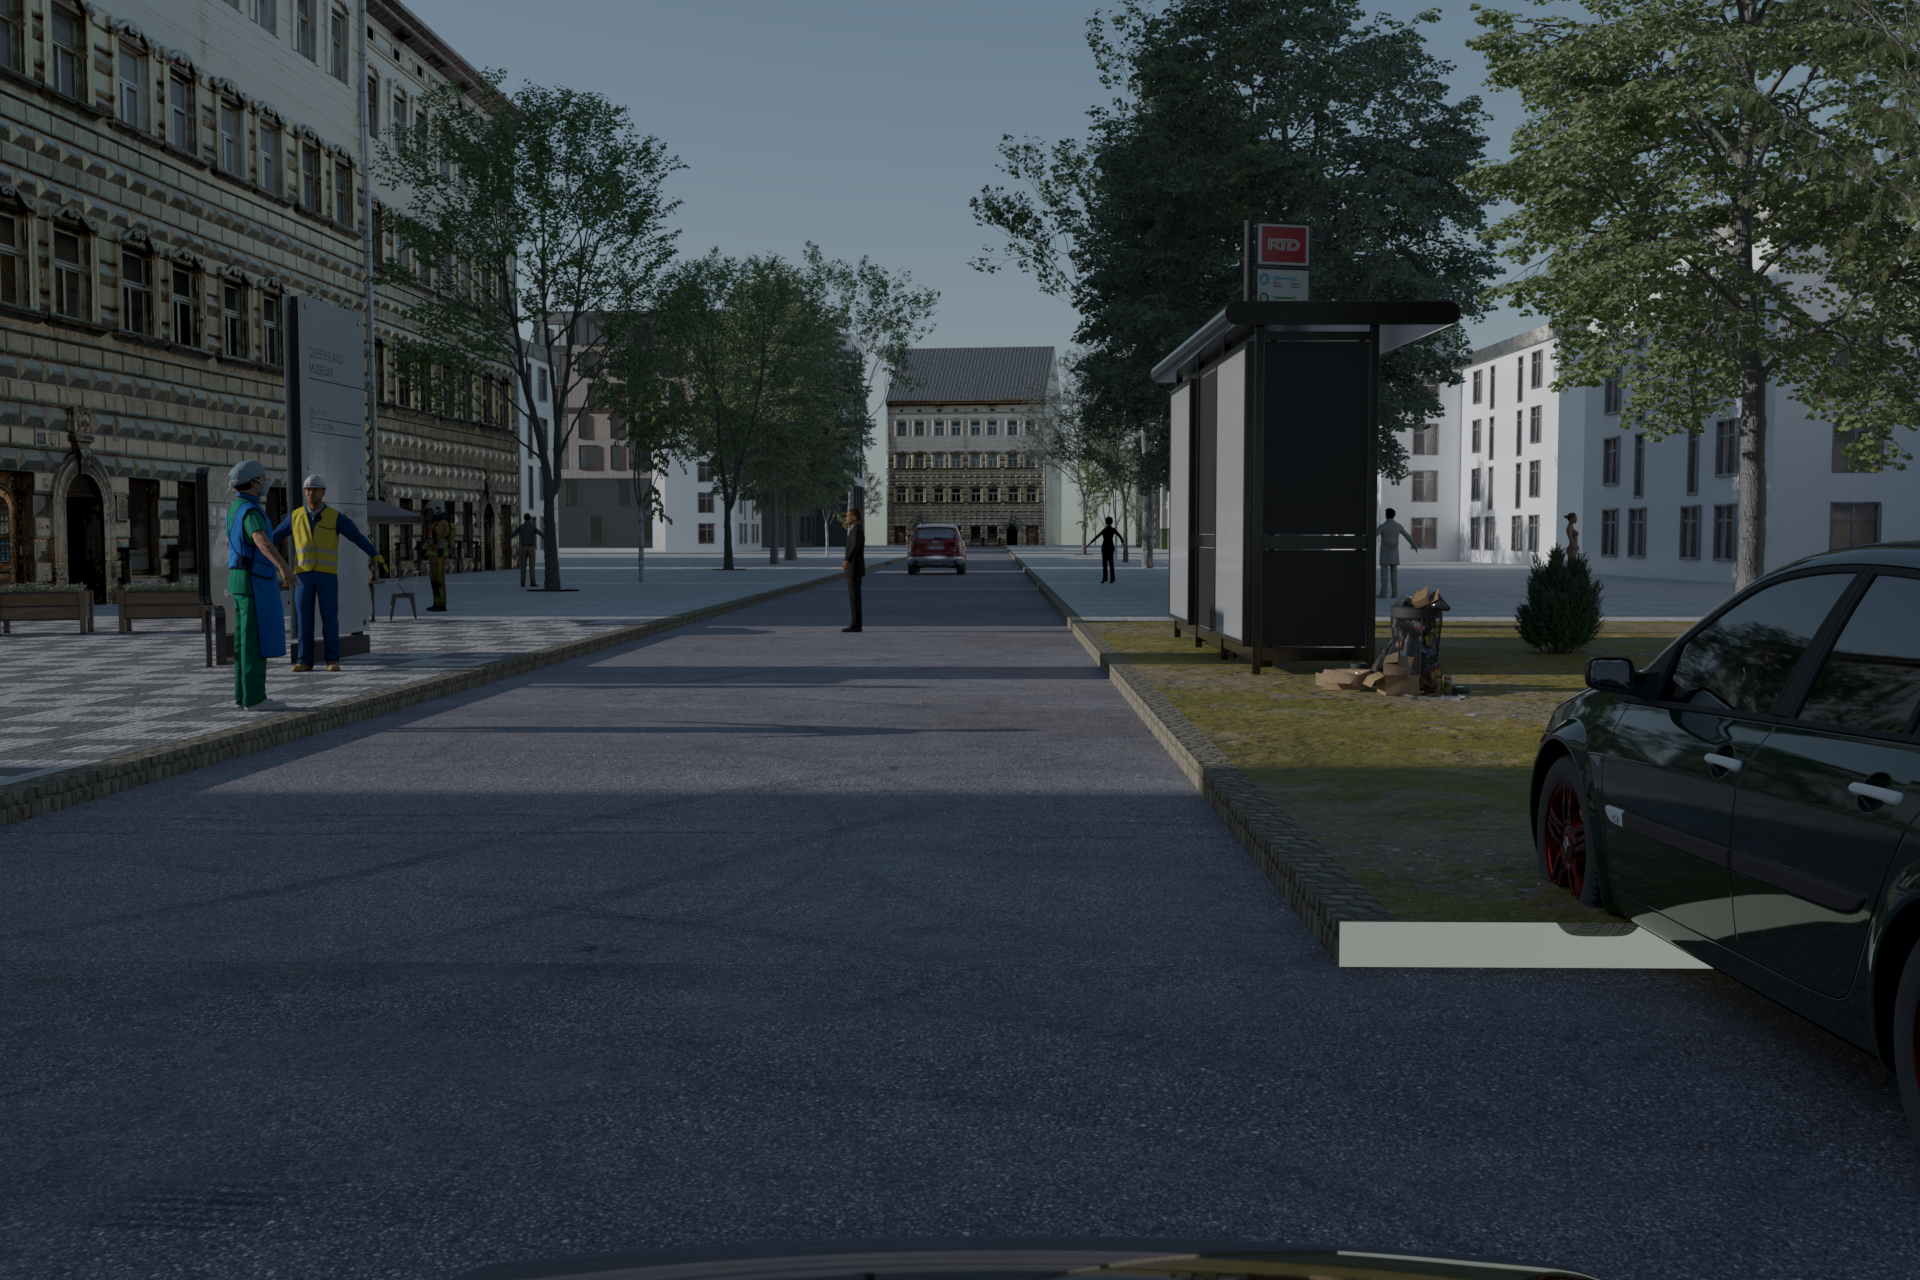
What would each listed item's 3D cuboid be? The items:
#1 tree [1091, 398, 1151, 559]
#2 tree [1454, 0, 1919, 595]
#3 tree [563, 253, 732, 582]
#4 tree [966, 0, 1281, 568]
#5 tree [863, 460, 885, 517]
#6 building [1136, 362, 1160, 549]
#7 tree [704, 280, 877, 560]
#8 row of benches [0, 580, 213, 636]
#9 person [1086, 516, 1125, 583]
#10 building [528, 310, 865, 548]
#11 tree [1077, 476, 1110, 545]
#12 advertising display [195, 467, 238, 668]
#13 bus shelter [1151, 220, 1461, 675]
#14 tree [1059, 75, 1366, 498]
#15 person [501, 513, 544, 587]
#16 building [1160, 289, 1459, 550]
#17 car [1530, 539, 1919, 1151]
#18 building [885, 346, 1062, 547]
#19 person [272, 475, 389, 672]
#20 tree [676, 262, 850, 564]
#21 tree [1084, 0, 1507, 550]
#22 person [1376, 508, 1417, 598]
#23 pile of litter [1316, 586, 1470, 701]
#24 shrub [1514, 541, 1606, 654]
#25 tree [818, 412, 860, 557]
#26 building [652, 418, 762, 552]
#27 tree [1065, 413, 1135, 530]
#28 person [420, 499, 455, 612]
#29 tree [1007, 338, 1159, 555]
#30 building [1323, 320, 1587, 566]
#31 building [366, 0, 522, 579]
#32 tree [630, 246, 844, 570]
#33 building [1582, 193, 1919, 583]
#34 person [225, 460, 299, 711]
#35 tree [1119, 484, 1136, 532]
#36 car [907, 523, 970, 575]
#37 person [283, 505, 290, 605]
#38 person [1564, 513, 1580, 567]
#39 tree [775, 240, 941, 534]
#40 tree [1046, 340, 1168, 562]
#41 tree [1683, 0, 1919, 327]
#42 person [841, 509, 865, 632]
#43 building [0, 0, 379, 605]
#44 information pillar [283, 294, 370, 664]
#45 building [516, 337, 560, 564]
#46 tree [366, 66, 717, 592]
[{"bbox_3d":[7.722,-8.386,87.466,4.360,8.622,3.978,0,3,0],"label":"tree"},{"bbox_3d":[9.924,-6.375,22.350,7.486,12.596,7.792,0,3,0],"label":"tree"},{"bbox_3d":[-8.309,-5.866,46.270,4.737,8.622,4.395,0,3,0],"label":"tree"},{"bbox_3d":[5.825,-12.692,63.397,12.611,20.169,13.585,0,3,0],"label":"tree"},{"bbox_3d":[-11.993,-16.129,198.123,7.601,10.594,8.767,0,4,5],"label":"tree"},{"bbox_3d":[26.351,-20.109,159.718,19.493,23.208,18.063,0,4,1],"label":"building"},{"bbox_3d":[-8.256,-10.872,84.415,9.857,13.997,8.962,0,3,0],"label":"tree"},{"bbox_3d":[-11.706,-0.419,22.319,4.104,0.672,1.422,-1,4,-18],"label":"row of benches"},{"bbox_3d":[3.807,-2.342,45.015,1.216,1.740,0.721,-2,4,-32],"label":"person"},{"bbox_3d":[-24.983,-20.232,174.760,27.936,21.610,32.646,0,4,2],"label":"building"},{"bbox_3d":[16.118,-15.431,202.663,4.360,8.622,3.978,0,3,0],"label":"tree"},{"bbox_3d":[-7.205,-0.723,17.033,0.123,1.923,0.974,0,4,3],"label":"advertising display"},{"bbox_3d":[3.453,-2.585,19.903,2.179,5.291,8.768,0,3,0],"label":"bus shelter"},{"bbox_3d":[7.221,-8.630,47.758,9.857,13.997,8.962,0,3,0],"label":"tree"},{"bbox_3d":[-10.527,-2.198,42.206,1.348,1.796,0.705,0,4,0],"label":"person"},{"bbox_3d":[24.846,-16.118,129.979,16.747,18.905,31.486,0,4,2],"label":"building"},{"bbox_3d":[2.975,0.296,4.948,2.009,1.686,4.222,0,4,1],"label":"car"},{"bbox_3d":[2.038,-22.583,202.623,18.063,23.208,19.493,1,4,9],"label":"building"},{"bbox_3d":[-6.017,-0.625,16.180,1.349,1.833,0.705,0,4,-7],"label":"person"},{"bbox_3d":[-8.228,-9.457,72.756,7.486,12.596,7.792,0,3,0],"label":"tree"},{"bbox_3d":[7.003,-7.913,36.027,9.857,13.997,8.962,0,3,0],"label":"tree"},{"bbox_3d":[8.614,-1.750,34.806,1.347,1.806,0.705,-1,4,-14],"label":"person"},{"bbox_3d":[3.526,-0.012,14.157,1.176,0.858,1.719,0,4,2],"label":"pile of litter"},{"bbox_3d":[6.476,-0.465,18.715,1.383,1.207,1.383,0,3,0],"label":"shrub"},{"bbox_3d":[-7.508,-8.998,97.479,4.737,8.622,4.395,0,3,0],"label":"tree"},{"bbox_3d":[-20.334,-12.036,138.944,9.099,9.664,28.070,0,4,1],"label":"building"},{"bbox_3d":[7.955,-8.855,95.136,4.737,8.622,4.395,0,3,0],"label":"tree"},{"bbox_3d":[-8.690,-1.403,28.710,0.705,1.858,1.354,-2,4,-29],"label":"person"},{"bbox_3d":[7.652,-11.917,105.215,12.009,13.543,11.850,0,3,0],"label":"tree"},{"bbox_3d":[24.413,-8.559,82.091,9.099,9.664,28.070,0,4,1],"label":"building"},{"bbox_3d":[-25.537,-13.643,53.993,19.493,23.208,18.063,0,4,1],"label":"building"},{"bbox_3d":[-8.142,-8.299,61.448,9.928,11.665,9.643,0,3,0],"label":"tree"},{"bbox_3d":[24.520,-6.144,42.596,9.099,9.664,28.070,0,4,1],"label":"building"},{"bbox_3d":[-5.137,-0.399,12.644,0.704,1.817,1.347,-3,4,-37],"label":"person"},{"bbox_3d":[20.985,-15.314,200.746,4.360,8.622,3.978,0,3,0],"label":"tree"},{"bbox_3d":[-0.803,-3.296,62.569,2.281,1.827,5.304,0,4,1],"label":"car"},{"bbox_3d":[-12.103,-1.555,31.575,0.704,1.843,1.345,0,4,-5],"label":"person"},{"bbox_3d":[12.916,-1.807,36.344,0.721,1.733,1.217,1,4,21],"label":"person"},{"bbox_3d":[-7.458,-15.641,111.620,12.611,20.169,13.585,0,3,0],"label":"tree"},{"bbox_3d":[7.687,-8.809,78.446,8.767,10.594,7.601,2,4,27],"label":"tree"},{"bbox_3d":[8.165,-3.800,12.497,4.360,8.622,3.978,0,3,0],"label":"tree"},{"bbox_3d":[-1.573,-1.022,25.387,0.704,1.802,1.346,0,4,0],"label":"person"},{"bbox_3d":[-24.566,-12.511,35.476,19.493,23.208,18.063,0,4,1],"label":"building"},{"bbox_3d":[-6.501,-1.622,17.828,0.184,3.620,1.656,0,4,2],"label":"information pillar"},{"bbox_3d":[-23.197,-8.488,80.919,9.099,9.664,28.070,0,4,1],"label":"building"},{"bbox_3d":[-9.163,-6.897,38.516,9.928,11.665,9.643,0,3,0],"label":"tree"}]
